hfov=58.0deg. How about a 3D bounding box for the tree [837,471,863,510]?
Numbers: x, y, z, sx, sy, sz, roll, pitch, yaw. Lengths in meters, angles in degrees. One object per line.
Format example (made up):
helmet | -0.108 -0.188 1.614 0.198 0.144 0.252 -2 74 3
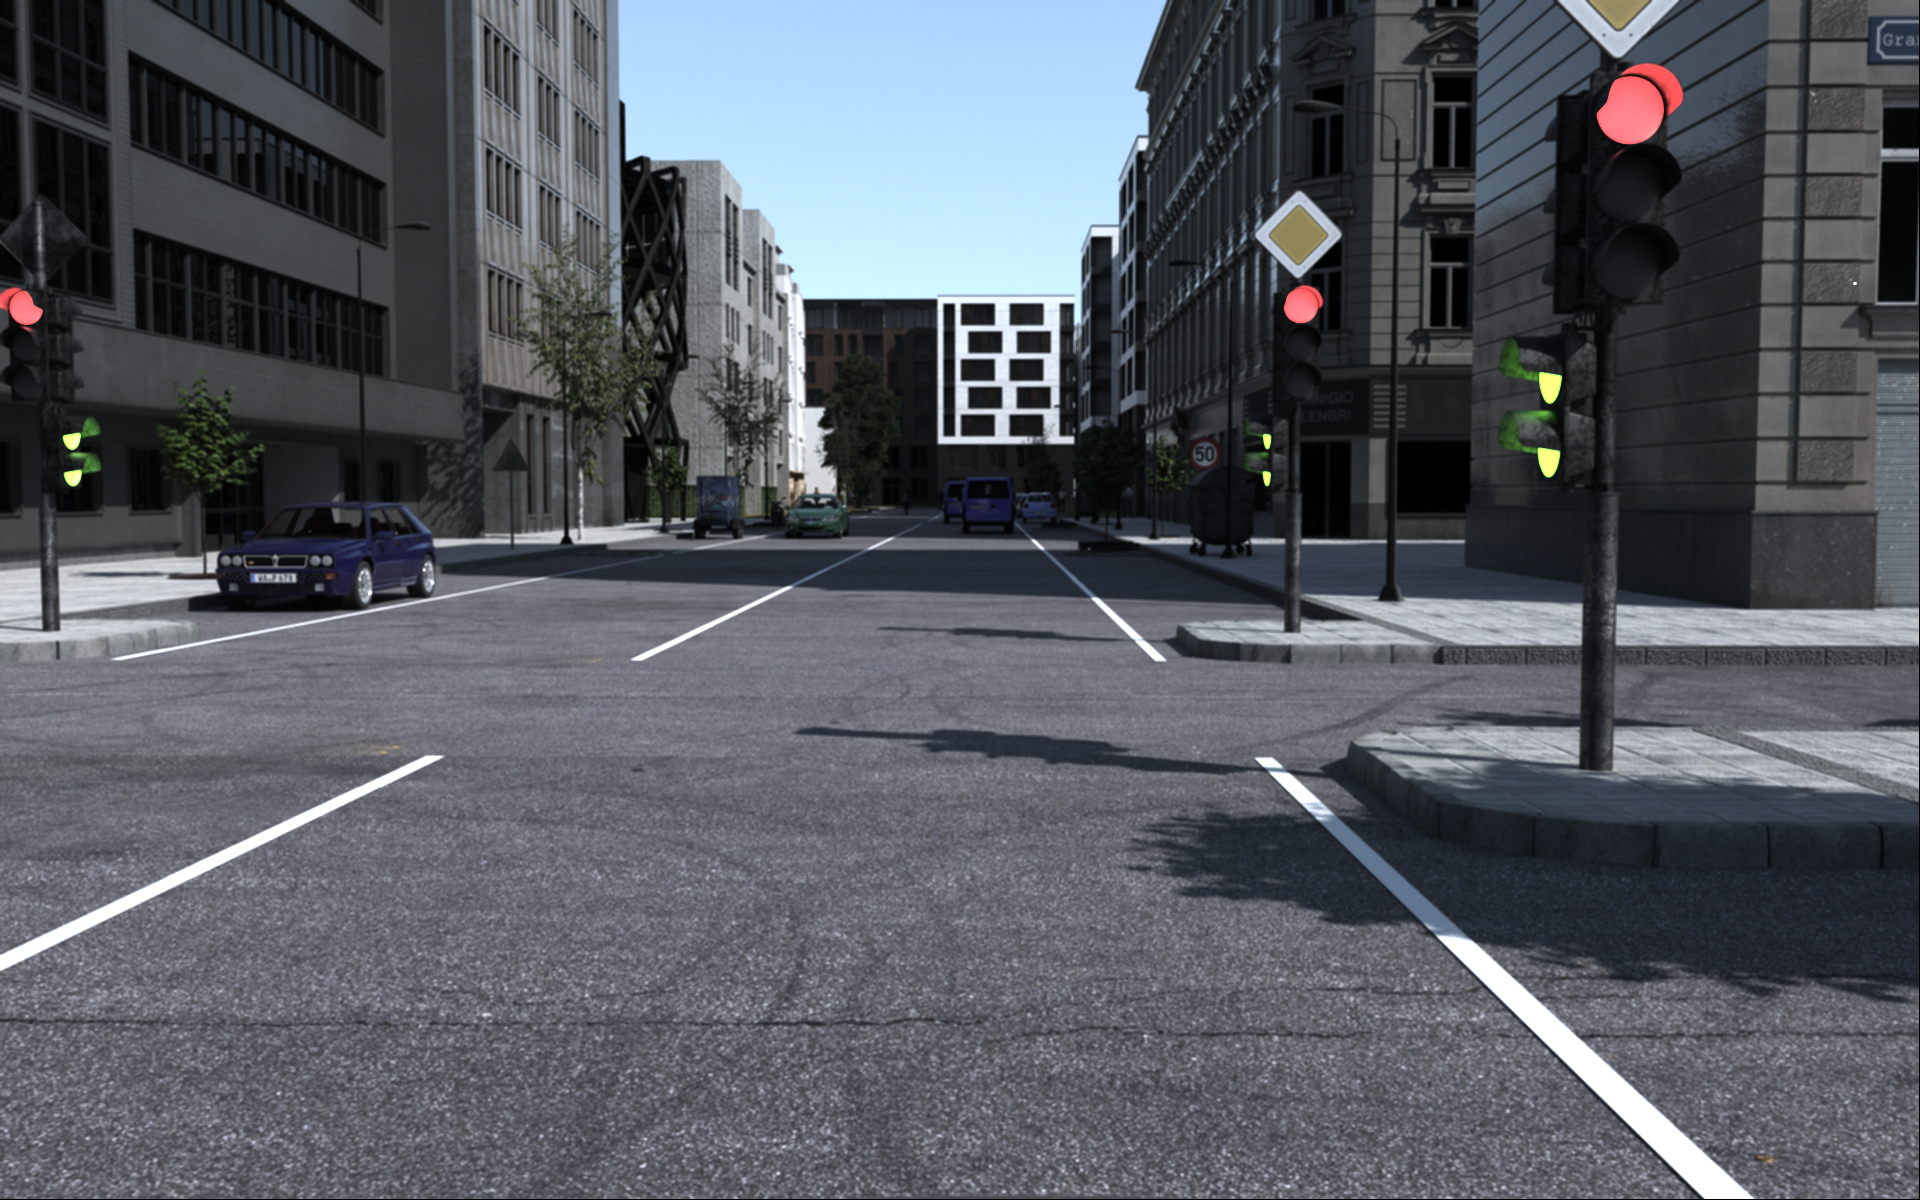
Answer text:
tree | -9.285 -9.131 143.885 1.663 3.219 1.824 0 3 0

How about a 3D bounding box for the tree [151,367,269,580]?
tree | -11.426 -1.948 26.454 1.663 3.219 1.824 0 3 0

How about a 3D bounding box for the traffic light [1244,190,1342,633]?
traffic light | 3.065 -1.634 15.959 0.839 4.213 0.868 0 4 1

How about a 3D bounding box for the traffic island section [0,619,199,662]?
traffic island section | -8.536 0.369 16.241 2.009 0.180 2.903 0 4 1

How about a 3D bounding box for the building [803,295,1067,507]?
building | -4.309 -21.279 191.891 32.646 21.610 27.936 0 4 1

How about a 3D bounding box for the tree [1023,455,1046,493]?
tree | 6.854 -9.800 143.944 4.285 4.588 4.351 0 3 0

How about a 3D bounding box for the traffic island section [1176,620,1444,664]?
traffic island section | 3.105 0.380 16.071 2.009 0.180 2.903 0 4 1

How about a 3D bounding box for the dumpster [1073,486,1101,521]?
dumpster | 6.110 -4.721 82.954 1.264 1.857 1.865 0 4 1

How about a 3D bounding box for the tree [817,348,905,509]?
tree | -8.669 -14.889 150.855 7.806 13.903 7.818 0 3 0

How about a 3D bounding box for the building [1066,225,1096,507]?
building | 24.118 -18.586 147.853 27.936 21.610 32.646 0 4 1

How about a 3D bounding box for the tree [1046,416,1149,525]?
tree | 6.207 -5.433 72.540 4.285 4.588 4.351 0 3 0

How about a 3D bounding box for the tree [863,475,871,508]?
tree | -9.172 -10.188 161.173 1.663 3.219 1.824 0 3 0

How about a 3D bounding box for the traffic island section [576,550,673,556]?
traffic island section | -7.858 -1.102 40.884 1.991 0.108 1.994 0 4 1

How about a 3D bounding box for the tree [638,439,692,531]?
tree | -10.127 -4.044 60.727 1.663 3.219 1.824 0 3 0

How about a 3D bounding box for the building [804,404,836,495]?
building | -25.697 -13.341 160.269 28.070 9.664 9.099 0 4 1

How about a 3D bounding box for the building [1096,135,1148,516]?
building | 24.274 -16.581 115.074 27.936 21.610 32.646 0 4 1

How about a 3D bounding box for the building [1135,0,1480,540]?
building | 17.318 -17.875 68.676 17.030 29.872 44.131 0 4 1

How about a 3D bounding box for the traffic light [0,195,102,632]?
traffic light | -8.496 -1.643 16.107 0.839 4.213 0.868 0 4 1

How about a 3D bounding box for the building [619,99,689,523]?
building | -20.955 -12.853 77.597 16.820 18.784 16.811 0 4 1

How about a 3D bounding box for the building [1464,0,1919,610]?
building | 20.961 -13.858 23.849 25.104 27.353 12.463 0 4 1

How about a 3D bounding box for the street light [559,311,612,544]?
street light | -9.527 -4.379 44.134 1.470 5.913 1.316 0 4 1

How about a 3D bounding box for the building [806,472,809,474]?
building | -20.597 -17.402 140.945 16.016 20.091 11.380 0 4 1

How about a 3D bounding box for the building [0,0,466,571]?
building | -21.242 -13.154 34.130 14.314 24.678 30.058 0 4 1

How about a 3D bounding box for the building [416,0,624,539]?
building | -19.637 -14.742 59.054 12.078 24.808 19.932 0 4 1

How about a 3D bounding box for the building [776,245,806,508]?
building | -20.377 -16.707 129.582 16.016 20.091 11.380 0 4 1

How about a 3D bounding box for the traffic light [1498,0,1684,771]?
traffic light | 2.951 -1.146 7.974 0.839 4.213 0.868 0 4 1

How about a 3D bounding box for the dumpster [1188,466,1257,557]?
dumpster | 5.493 -1.866 36.276 1.264 1.857 1.865 0 4 1

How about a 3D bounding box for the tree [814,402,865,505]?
tree | -9.321 -11.451 137.588 4.360 8.622 3.978 0 3 0

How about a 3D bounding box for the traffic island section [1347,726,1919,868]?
traffic island section | 2.991 0.868 8.087 2.009 0.180 2.903 0 4 1

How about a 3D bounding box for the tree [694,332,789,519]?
tree | -10.023 -7.922 79.882 4.360 8.622 3.978 0 3 0

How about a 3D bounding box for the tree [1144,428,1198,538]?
tree | 5.939 -3.467 51.285 1.663 3.219 1.824 0 3 0

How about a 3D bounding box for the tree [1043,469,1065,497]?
tree | 7.247 -8.659 136.174 1.663 3.219 1.824 0 3 0

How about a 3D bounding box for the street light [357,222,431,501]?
street light | -9.743 -3.500 29.768 1.470 5.913 1.316 0 4 1

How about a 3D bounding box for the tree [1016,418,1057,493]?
tree | 7.404 -13.266 167.262 4.360 8.622 3.978 0 3 0

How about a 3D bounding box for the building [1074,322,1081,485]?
building | 18.157 -20.128 185.509 11.380 20.091 16.016 0 4 1

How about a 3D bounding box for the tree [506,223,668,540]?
tree | -10.341 -5.977 48.095 4.737 8.622 4.395 0 3 0

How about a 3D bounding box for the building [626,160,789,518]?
building | -20.805 -14.764 107.847 16.747 18.905 31.486 0 4 1
